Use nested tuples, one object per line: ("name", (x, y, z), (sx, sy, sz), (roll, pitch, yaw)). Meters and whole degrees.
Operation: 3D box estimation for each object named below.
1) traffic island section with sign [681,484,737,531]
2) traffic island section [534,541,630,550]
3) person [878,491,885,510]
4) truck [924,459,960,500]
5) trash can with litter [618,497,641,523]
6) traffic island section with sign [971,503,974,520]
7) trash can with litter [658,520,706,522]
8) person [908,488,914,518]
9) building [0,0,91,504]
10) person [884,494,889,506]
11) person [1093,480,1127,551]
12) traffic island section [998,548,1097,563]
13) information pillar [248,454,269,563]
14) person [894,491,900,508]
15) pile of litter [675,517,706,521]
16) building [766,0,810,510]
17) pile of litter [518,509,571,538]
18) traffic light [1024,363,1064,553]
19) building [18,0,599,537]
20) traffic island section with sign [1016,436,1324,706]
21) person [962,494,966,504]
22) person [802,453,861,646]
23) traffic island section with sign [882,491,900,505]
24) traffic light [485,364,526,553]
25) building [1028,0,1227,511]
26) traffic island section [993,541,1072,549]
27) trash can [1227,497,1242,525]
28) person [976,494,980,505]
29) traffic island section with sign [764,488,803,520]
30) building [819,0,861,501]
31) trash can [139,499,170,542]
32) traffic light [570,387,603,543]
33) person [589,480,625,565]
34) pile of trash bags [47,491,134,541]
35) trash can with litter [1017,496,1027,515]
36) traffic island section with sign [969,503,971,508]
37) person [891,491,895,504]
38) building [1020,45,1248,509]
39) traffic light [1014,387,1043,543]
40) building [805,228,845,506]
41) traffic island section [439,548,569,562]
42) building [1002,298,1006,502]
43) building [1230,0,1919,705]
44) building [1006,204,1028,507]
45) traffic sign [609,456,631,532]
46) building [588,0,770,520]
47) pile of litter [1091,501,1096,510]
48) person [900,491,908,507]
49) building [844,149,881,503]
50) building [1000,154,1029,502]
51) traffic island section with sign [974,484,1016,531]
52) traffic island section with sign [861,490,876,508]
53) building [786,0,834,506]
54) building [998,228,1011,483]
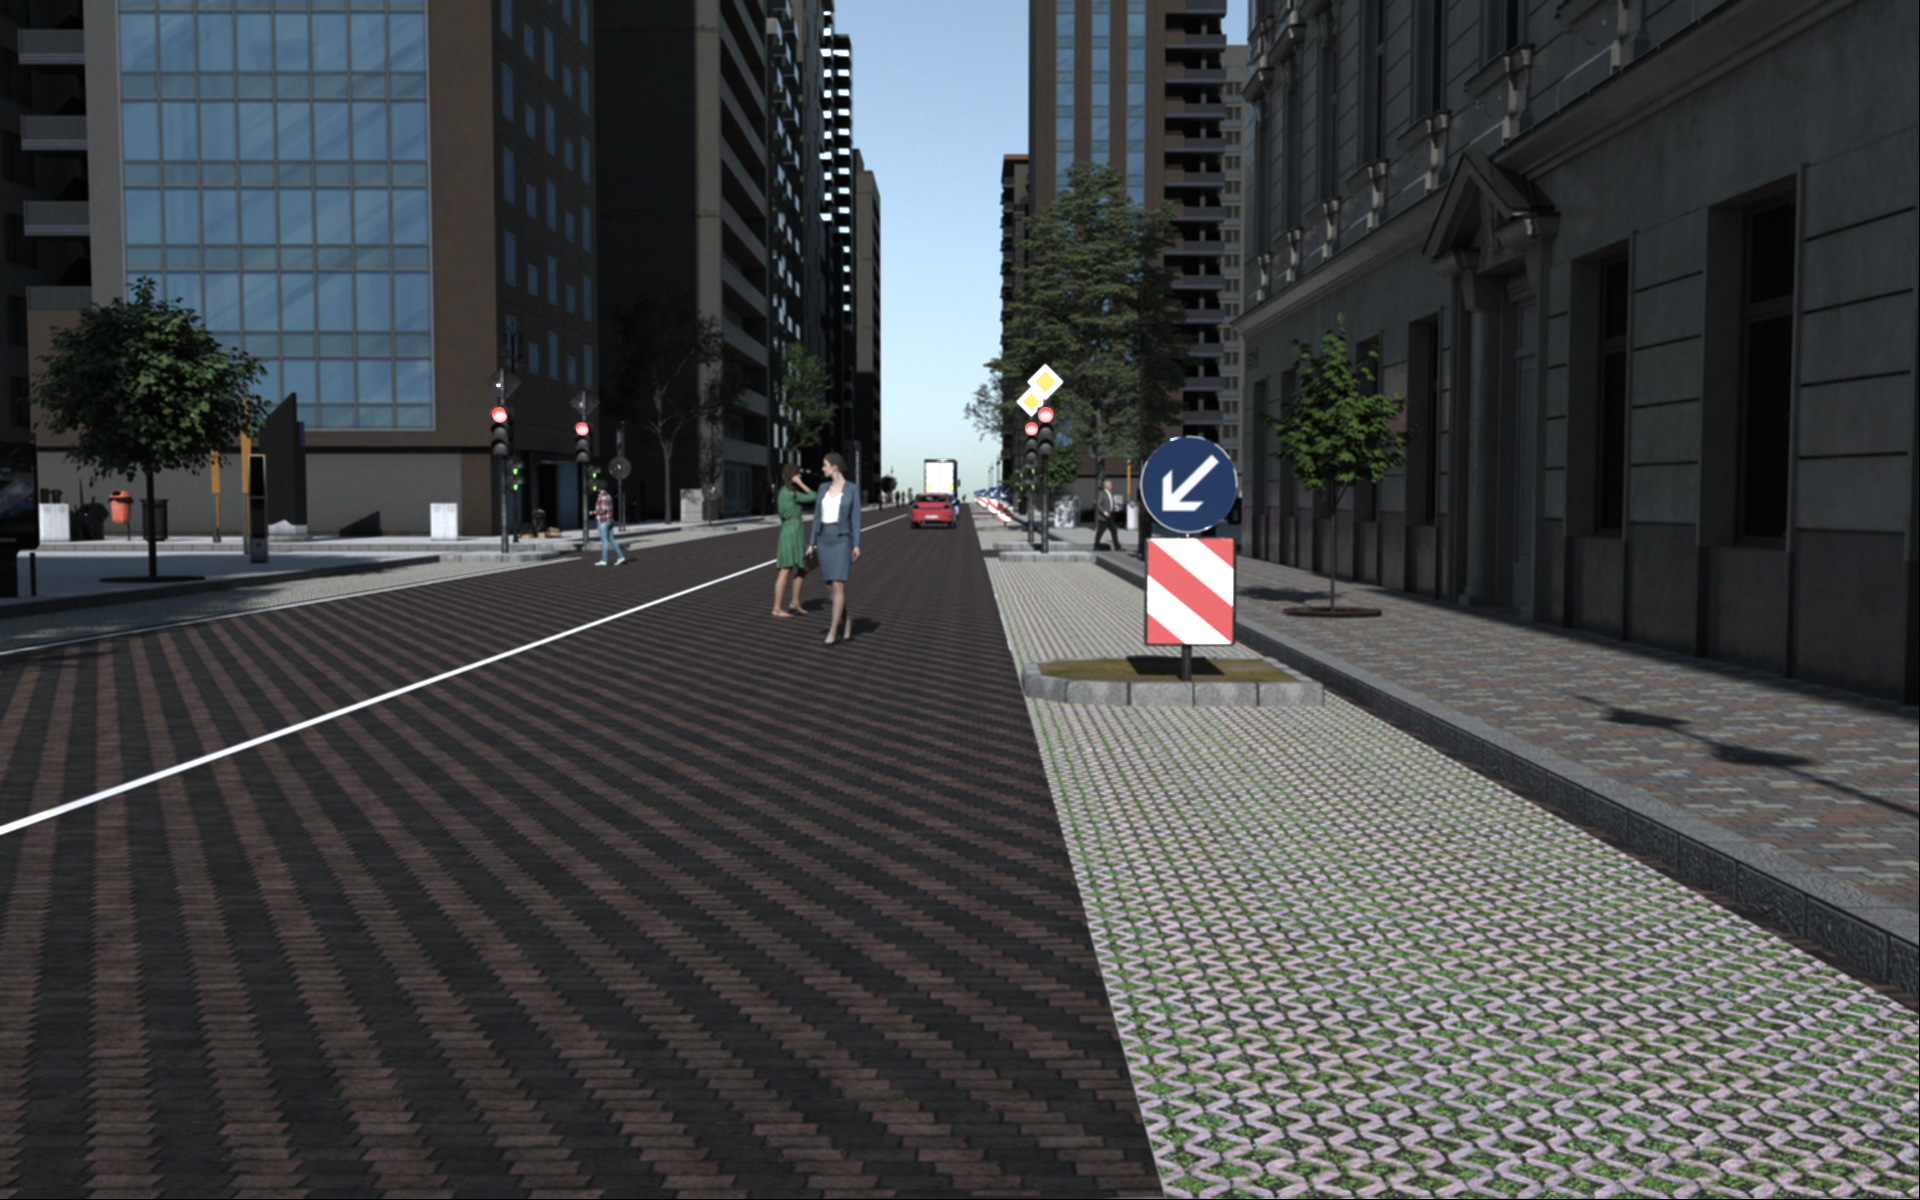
("traffic island section with sign", (-9.782, -3.617, 67.771), (1.989, 1.847, 2.006), (0, 4, 0))
("traffic island section", (-9.856, -1.423, 45.549), (2.009, 0.180, 2.903), (0, 4, 0))
("person", (-6.977, -8.863, 154.087), (0.721, 1.739, 1.217), (-2, 4, -31))
("truck", (-1.526, -9.603, 145.915), (2.839, 4.237, 11.283), (0, 4, 1))
("trash can with litter", (-14.630, -3.989, 76.601), (1.055, 1.170, 0.624), (2, 4, 24))
("traffic island section with sign", (1.729, -5.265, 94.710), (1.989, 1.847, 2.006), (0, 4, 0))
("trash can with litter", (-12.775, -4.207, 79.847), (2.233, 1.210, 1.678), (1, 4, 10))
("person", (-2.793, -5.657, 101.272), (0.573, 1.790, 0.520), (-2, 4, -27))
("building", (-36.255, -22.557, 52.399), (14.086, 41.232, 14.154), (0, 4, 0))
("person", (-8.828, -11.906, 206.389), (0.991, 1.433, 0.599), (-3, 4, -38))
("person", (3.653, -2.047, 42.361), (0.834, 1.777, 0.661), (2, 4, 30))
("traffic island section", (1.858, -0.932, 37.518), (2.009, 0.180, 2.903), (0, 4, 0))
("information pillar", (-13.068, -1.698, 32.262), (0.304, 2.012, 0.304), (-1, 4, -17))
("person", (-6.545, -10.454, 179.936), (0.721, 1.766, 1.217), (-2, 4, -32))
("pile of litter", (-13.071, -4.278, 83.905), (1.176, 0.858, 1.719), (-3, 5, -39))
("building", (-24.425, -31.532, 135.155), (23.786, 49.044, 30.456), (0, 4, 0))
("pile of litter", (-12.197, -2.251, 50.762), (1.719, 0.858, 1.176), (-2, 4, -23))
("traffic light", (1.818, -2.965, 37.405), (0.839, 4.253, 0.868), (0, 4, 0))
("building", (-20.630, -24.917, 57.503), (14.600, 45.320, 14.200), (0, 4, 0))
("traffic island section with sign", (1.454, -0.240, 12.555), (1.989, 1.847, 2.006), (0, 4, 0))
("person", (0.618, -14.405, 247.249), (0.421, 1.427, 0.697), (-2, 4, -28))
("person", (-1.148, -0.489, 16.513), (0.581, 1.822, 0.654), (3, 4, 38))
("traffic island section with sign", (-9.229, -13.364, 227.133), (1.989, 1.847, 2.006), (0, 4, 0))
("traffic light", (-9.843, -2.967, 37.429), (0.839, 4.253, 0.868), (0, 4, 0))
("building", (12.480, -29.645, 134.813), (14.600, 45.320, 14.200), (0, 4, 0))
("traffic island section", (1.886, -1.420, 45.503), (2.009, 0.180, 2.903), (0, 4, 0))
("trash can", (11.572, -3.749, 72.945), (0.748, 1.137, 0.748), (0, 3, 0))
("person", (2.494, -13.181, 224.561), (0.990, 1.755, 0.434), (2, 4, 29))
("traffic island section with sign", (-9.686, -5.308, 95.409), (1.989, 1.847, 2.006), (0, 4, 0))
("building", (-23.487, -55.422, 218.822), (22.319, 86.520, 31.000), (0, 4, 0))
("trash can", (-21.802, -2.156, 46.905), (0.748, 1.137, 0.748), (0, 3, 0))
("traffic light", (-9.816, -3.455, 45.414), (0.839, 4.253, 0.868), (0, 4, 0))
("person", (-7.116, -1.563, 34.895), (0.643, 1.720, 0.563), (1, 4, 11))
("pile of trash bags", (-24.358, -2.341, 48.028), (3.447, 1.369, 1.912), (1, 4, 18))
("trash can with litter", (3.812, -5.811, 106.391), (0.624, 1.170, 1.055), (0, 4, 2))
("traffic island section with sign", (1.905, -8.375, 145.560), (1.989, 1.847, 2.006), (0, 4, 0))
("person", (-9.189, -13.715, 232.748), (1.348, 1.824, 0.705), (0, 4, 6))
("building", (21.651, -28.286, 154.354), (32.217, 40.220, 23.993), (0, 4, 0))
("traffic light", (1.846, -3.454, 45.390), (0.839, 4.253, 0.868), (0, 4, 0))
("building", (-19.944, -25.381, 186.677), (14.160, 30.474, 14.107), (0, 4, 0))
("traffic island section", (-9.883, -0.935, 37.564), (2.009, 0.180, 2.903), (0, 4, 0))
("building", (12.940, -28.798, 242.553), (14.160, 30.474, 14.107), (0, 4, 0))
("building", (13.681, -14.521, 13.840), (17.030, 29.872, 44.131), (0, 4, 0))
("building", (12.211, -24.632, 174.433), (14.160, 30.474, 14.107), (0, 4, 0))
("traffic sign", (-11.502, -3.574, 58.545), (0.768, 2.556, 0.104), (0, 4, 4))
("building", (-22.438, -28.834, 95.130), (21.300, 48.544, 21.600), (0, 4, 0))
("pile of litter", (8.996, -5.926, 110.848), (1.176, 0.858, 1.719), (3, 4, 37))
("person", (-6.466, -11.441, 196.283), (1.217, 1.735, 0.721), (-1, 4, -19))
("building", (-22.474, -38.075, 246.228), (21.300, 48.544, 21.600), (0, 4, 0))
("building", (16.248, -34.568, 219.816), (22.147, 44.769, 28.867), (0, 4, 0))
("traffic island section with sign", (1.630, -3.577, 67.119), (1.989, 1.847, 2.006), (0, 4, 0))
("traffic island section with sign", (-9.409, -10.001, 172.151), (1.989, 1.847, 2.006), (0, 4, 0))
("building", (-27.024, -35.154, 164.009), (28.713, 52.752, 27.495), (0, 4, 0))
("building", (17.675, -39.425, 264.210), (23.786, 49.044, 30.456), (0, 4, 0))
